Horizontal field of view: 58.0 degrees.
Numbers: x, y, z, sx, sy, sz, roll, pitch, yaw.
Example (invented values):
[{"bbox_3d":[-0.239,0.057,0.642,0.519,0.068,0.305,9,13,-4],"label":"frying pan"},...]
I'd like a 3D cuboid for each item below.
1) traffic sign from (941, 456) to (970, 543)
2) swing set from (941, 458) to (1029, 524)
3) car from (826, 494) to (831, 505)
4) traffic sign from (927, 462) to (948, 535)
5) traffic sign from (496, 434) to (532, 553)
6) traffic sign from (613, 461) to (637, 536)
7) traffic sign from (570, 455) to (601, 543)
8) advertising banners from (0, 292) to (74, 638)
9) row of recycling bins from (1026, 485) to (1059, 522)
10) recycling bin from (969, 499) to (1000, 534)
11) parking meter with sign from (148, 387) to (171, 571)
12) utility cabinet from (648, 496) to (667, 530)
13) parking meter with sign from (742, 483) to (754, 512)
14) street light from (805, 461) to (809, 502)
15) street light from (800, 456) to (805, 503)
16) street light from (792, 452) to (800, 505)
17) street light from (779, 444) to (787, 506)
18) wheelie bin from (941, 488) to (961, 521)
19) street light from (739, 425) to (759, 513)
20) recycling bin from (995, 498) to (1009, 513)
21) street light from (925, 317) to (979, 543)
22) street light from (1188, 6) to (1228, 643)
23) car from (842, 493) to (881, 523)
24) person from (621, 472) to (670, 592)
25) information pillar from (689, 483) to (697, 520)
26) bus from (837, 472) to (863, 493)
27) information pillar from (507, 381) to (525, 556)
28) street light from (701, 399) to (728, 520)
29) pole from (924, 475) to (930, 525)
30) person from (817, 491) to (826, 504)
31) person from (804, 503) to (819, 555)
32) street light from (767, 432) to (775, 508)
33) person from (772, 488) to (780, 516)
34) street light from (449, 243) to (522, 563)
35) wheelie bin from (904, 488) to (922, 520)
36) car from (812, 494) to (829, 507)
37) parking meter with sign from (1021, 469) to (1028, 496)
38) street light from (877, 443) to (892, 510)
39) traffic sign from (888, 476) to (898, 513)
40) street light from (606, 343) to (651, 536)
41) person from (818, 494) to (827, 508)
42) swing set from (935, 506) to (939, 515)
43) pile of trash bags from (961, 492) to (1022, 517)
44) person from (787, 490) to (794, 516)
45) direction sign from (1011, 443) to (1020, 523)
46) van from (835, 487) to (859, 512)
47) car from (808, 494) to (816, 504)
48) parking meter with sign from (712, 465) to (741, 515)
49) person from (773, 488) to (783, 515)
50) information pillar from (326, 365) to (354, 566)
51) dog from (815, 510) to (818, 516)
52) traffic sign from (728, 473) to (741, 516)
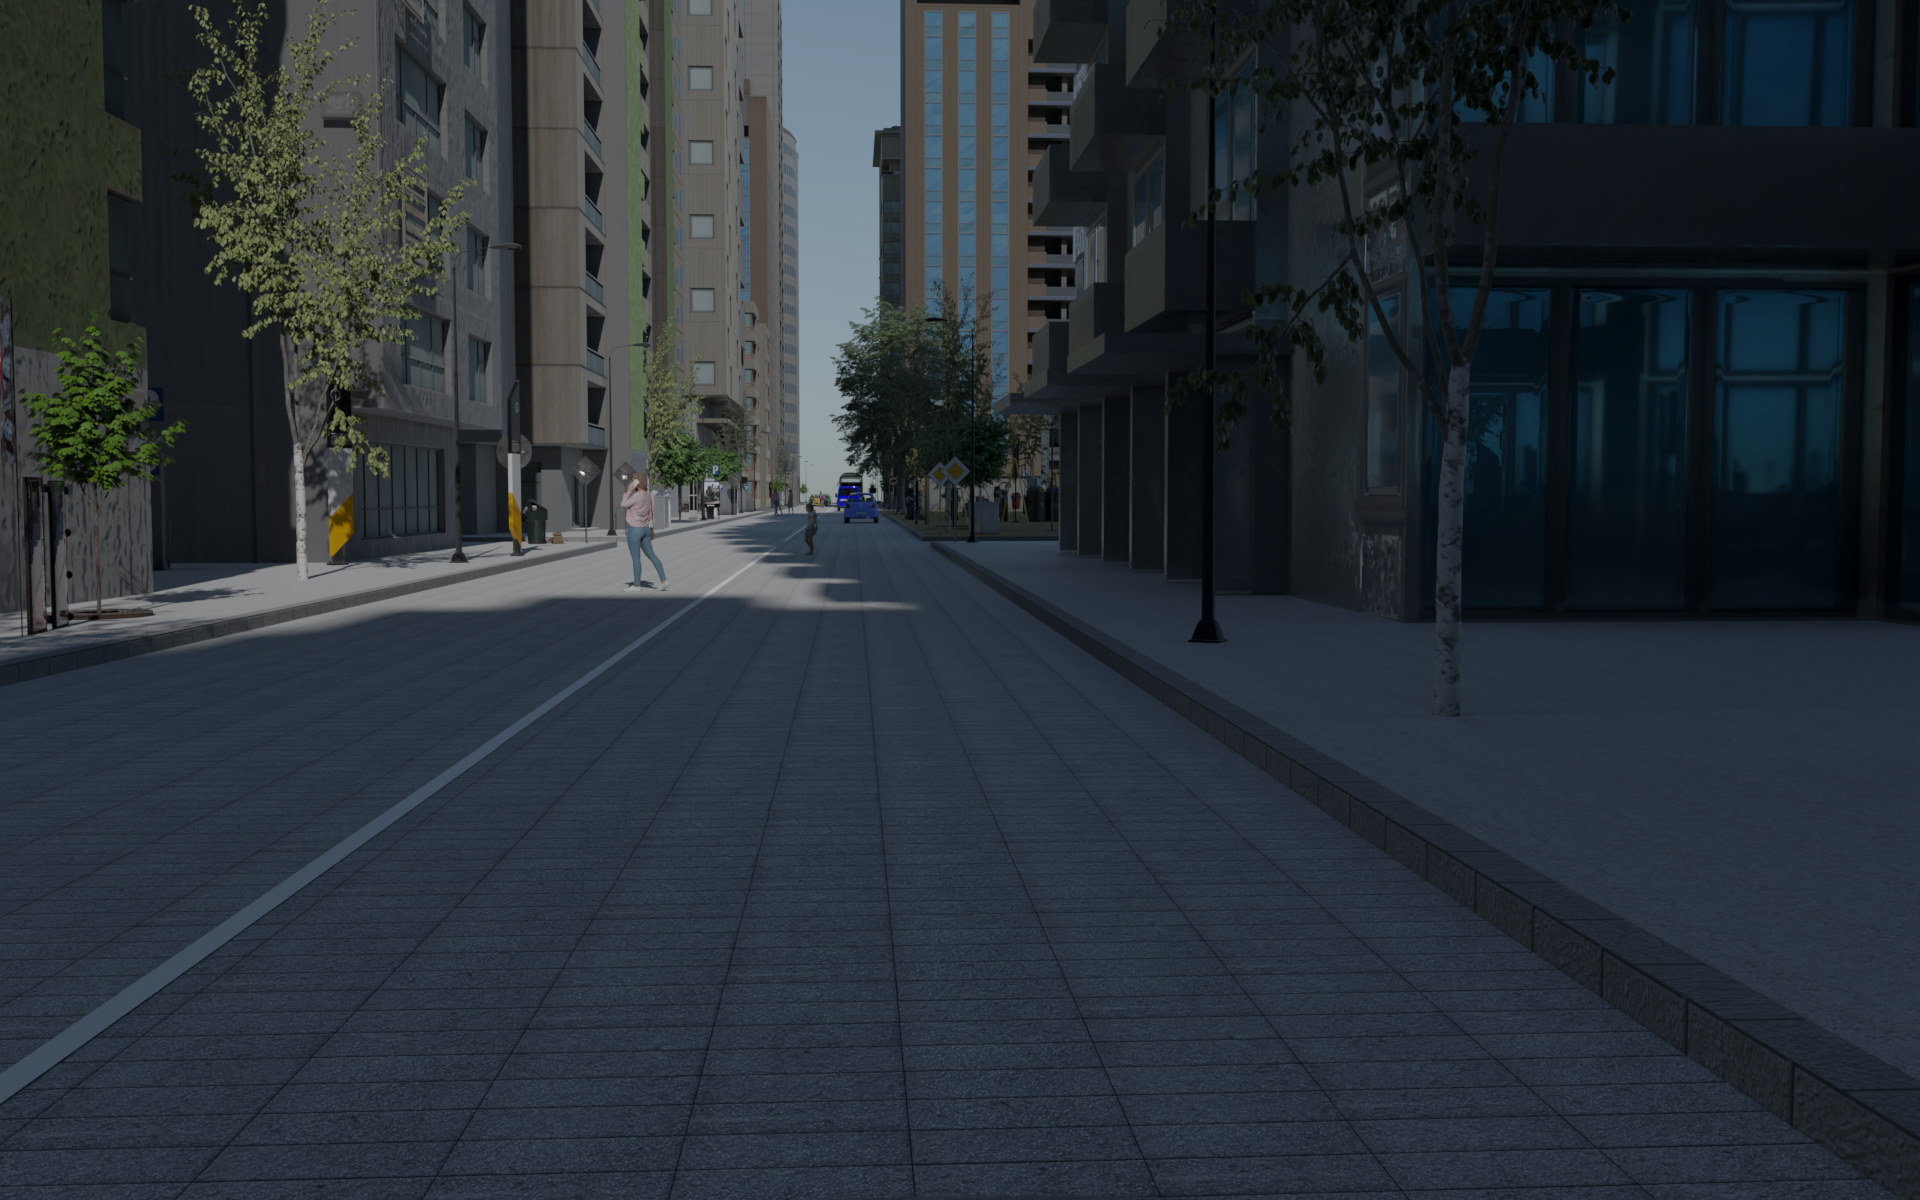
[{"bbox_3d":[-0.123,-2.573,45.716,0.795,2.450,0.064,0,4,-4],"label":"traffic sign"},{"bbox_3d":[1.205,-4.745,75.199,3.119,2.851,2.862,-1,4,-22],"label":"swing set"},{"bbox_3d":[-18.581,-13.983,237.424,1.959,1.807,4.718,0,4,-3],"label":"car"},{"bbox_3d":[-0.619,-3.061,53.685,0.795,2.450,0.064,0,4,-4],"label":"traffic sign"},{"bbox_3d":[-9.301,-2.202,36.117,0.768,2.556,0.104,0,4,6],"label":"traffic sign"},{"bbox_3d":[-10.246,-3.025,53.108,0.795,2.450,0.064,0,4,-4],"label":"traffic sign"},{"bbox_3d":[-9.750,-2.538,45.138,0.795,2.450,0.064,0,4,-4],"label":"traffic sign"},{"bbox_3d":[-8.506,-1.205,15.898,0.090,3.025,2.074,-1,4,-13],"label":"advertising banners"},{"bbox_3d":[4.761,-4.494,80.591,3.534,1.692,1.069,-1,4,-18],"label":"row of recycling bins"},{"bbox_3d":[0.769,-2.645,55.801,0.722,1.027,0.722,-2,4,-35],"label":"recycling bin"},{"bbox_3d":[-13.586,-2.010,29.122,0.543,3.016,1.738,-1,4,-20],"label":"parking meter with sign"},{"bbox_3d":[-10.940,-3.123,62.223,0.306,1.237,1.020,1,4,10],"label":"utility cabinet"},{"bbox_3d":[-15.440,-7.755,123.050,1.738,3.016,0.543,2,4,25],"label":"parking meter with sign"},{"bbox_3d":[-21.947,-16.550,243.125,1.470,5.913,1.316,0,4,-4],"label":"street light"},{"bbox_3d":[-20.022,-14.666,212.329,1.470,5.913,1.316,0,4,-4],"label":"street light"},{"bbox_3d":[-18.738,-13.378,191.272,1.470,5.913,1.316,0,4,-4],"label":"street light"},{"bbox_3d":[-16.882,-11.494,160.472,1.470,5.913,1.316,0,4,-4],"label":"street light"},{"bbox_3d":[-0.443,-4.660,84.101,0.980,1.594,0.693,0,4,-6],"label":"wheelie bin"},{"bbox_3d":[-14.089,-8.761,115.791,1.470,5.913,1.316,0,4,-4],"label":"street light"},{"bbox_3d":[2.763,-6.230,114.411,0.722,1.027,0.722,2,4,26],"label":"recycling bin"},{"bbox_3d":[-0.206,-4.472,45.661,1.470,5.913,1.316,0,4,-4],"label":"street light"},{"bbox_3d":[1.613,-2.587,14.841,1.470,5.913,1.316,0,4,-4],"label":"street light"},{"bbox_3d":[-4.897,-4.686,86.211,1.945,1.707,3.694,0,4,-2],"label":"car"},{"bbox_3d":[-4.620,-1.000,25.440,0.643,1.750,0.593,1,4,19],"label":"person"},{"bbox_3d":[-13.445,-5.063,87.278,0.304,2.012,0.304,2,4,28],"label":"information pillar"},{"bbox_3d":[-12.394,-12.512,196.124,2.896,3.916,12.252,0,4,-5],"label":"bus"},{"bbox_3d":[-9.177,-2.712,35.689,0.183,3.616,0.504,0,4,6],"label":"information pillar"},{"bbox_3d":[-12.020,-6.863,84.755,1.470,5.913,1.316,0,4,-4],"label":"street light"},{"bbox_3d":[-1.388,-4.830,72.815,0.158,3.312,0.155,0,3,0],"label":"pole"},{"bbox_3d":[-15.203,-11.054,190.018,1.217,1.735,0.721,2,4,32],"label":"person"},{"bbox_3d":[-3.466,-1.677,40.929,0.382,1.210,0.505,-3,4,-36],"label":"person"},{"bbox_3d":[-14.845,-9.611,129.684,1.470,5.913,1.316,0,4,-4],"label":"street light"},{"bbox_3d":[-11.918,-6.332,112.030,0.555,1.821,0.388,-3,4,-39],"label":"person"},{"bbox_3d":[-8.813,-3.648,32.194,1.470,5.913,1.316,0,4,-4],"label":"street light"},{"bbox_3d":[-2.367,-4.851,87.221,0.980,1.594,0.693,2,4,34],"label":"wheelie bin"},{"bbox_3d":[-16.076,-11.603,199.928,2.015,1.641,3.980,0,4,-3],"label":"car"},{"bbox_3d":[4.931,-7.438,117.867,0.543,3.016,1.738,-3,4,-36],"label":"parking meter with sign"},{"bbox_3d":[-6.308,-10.328,141.411,1.470,5.913,1.316,0,4,-4],"label":"street light"},{"bbox_3d":[-4.592,-7.278,119.093,0.768,2.556,0.104,0,4,-3],"label":"traffic sign"},{"bbox_3d":[-10.188,-4.934,53.219,1.470,5.913,1.316,0,4,-4],"label":"street light"},{"bbox_3d":[-14.185,-10.208,178.622,0.991,1.433,0.599,-1,4,-20],"label":"person"},{"bbox_3d":[0.389,-6.532,104.421,2.862,2.851,3.119,-2,4,-24],"label":"swing set"},{"bbox_3d":[1.887,-5.315,96.649,3.447,1.369,1.912,-2,4,-28],"label":"pile of trash bags"},{"bbox_3d":[-11.245,-6.462,114.910,0.466,1.731,0.760,1,4,10],"label":"person"},{"bbox_3d":[2.499,-5.249,77.818,0.379,3.537,0.876,-1,4,-16],"label":"direction sign"},{"bbox_3d":[-9.208,-8.479,143.021,2.240,2.365,5.245,0,4,-4],"label":"van"},{"bbox_3d":[-18.964,-13.214,228.054,2.014,1.417,4.499,0,4,-2],"label":"car"},{"bbox_3d":[-14.273,-6.665,105.234,0.543,3.016,1.738,2,4,33],"label":"parking meter with sign"},{"bbox_3d":[-12.569,-6.776,119.156,0.748,1.841,0.638,3,5,41],"label":"person"},{"bbox_3d":[-11.185,-2.438,31.214,0.183,3.616,0.504,2,4,33],"label":"information pillar"},{"bbox_3d":[-9.595,-5.758,114.337,0.550,0.427,0.748,0,4,5],"label":"dog"},{"bbox_3d":[-13.491,-6.330,103.606,0.768,2.556,0.104,0,4,2],"label":"traffic sign"}]
